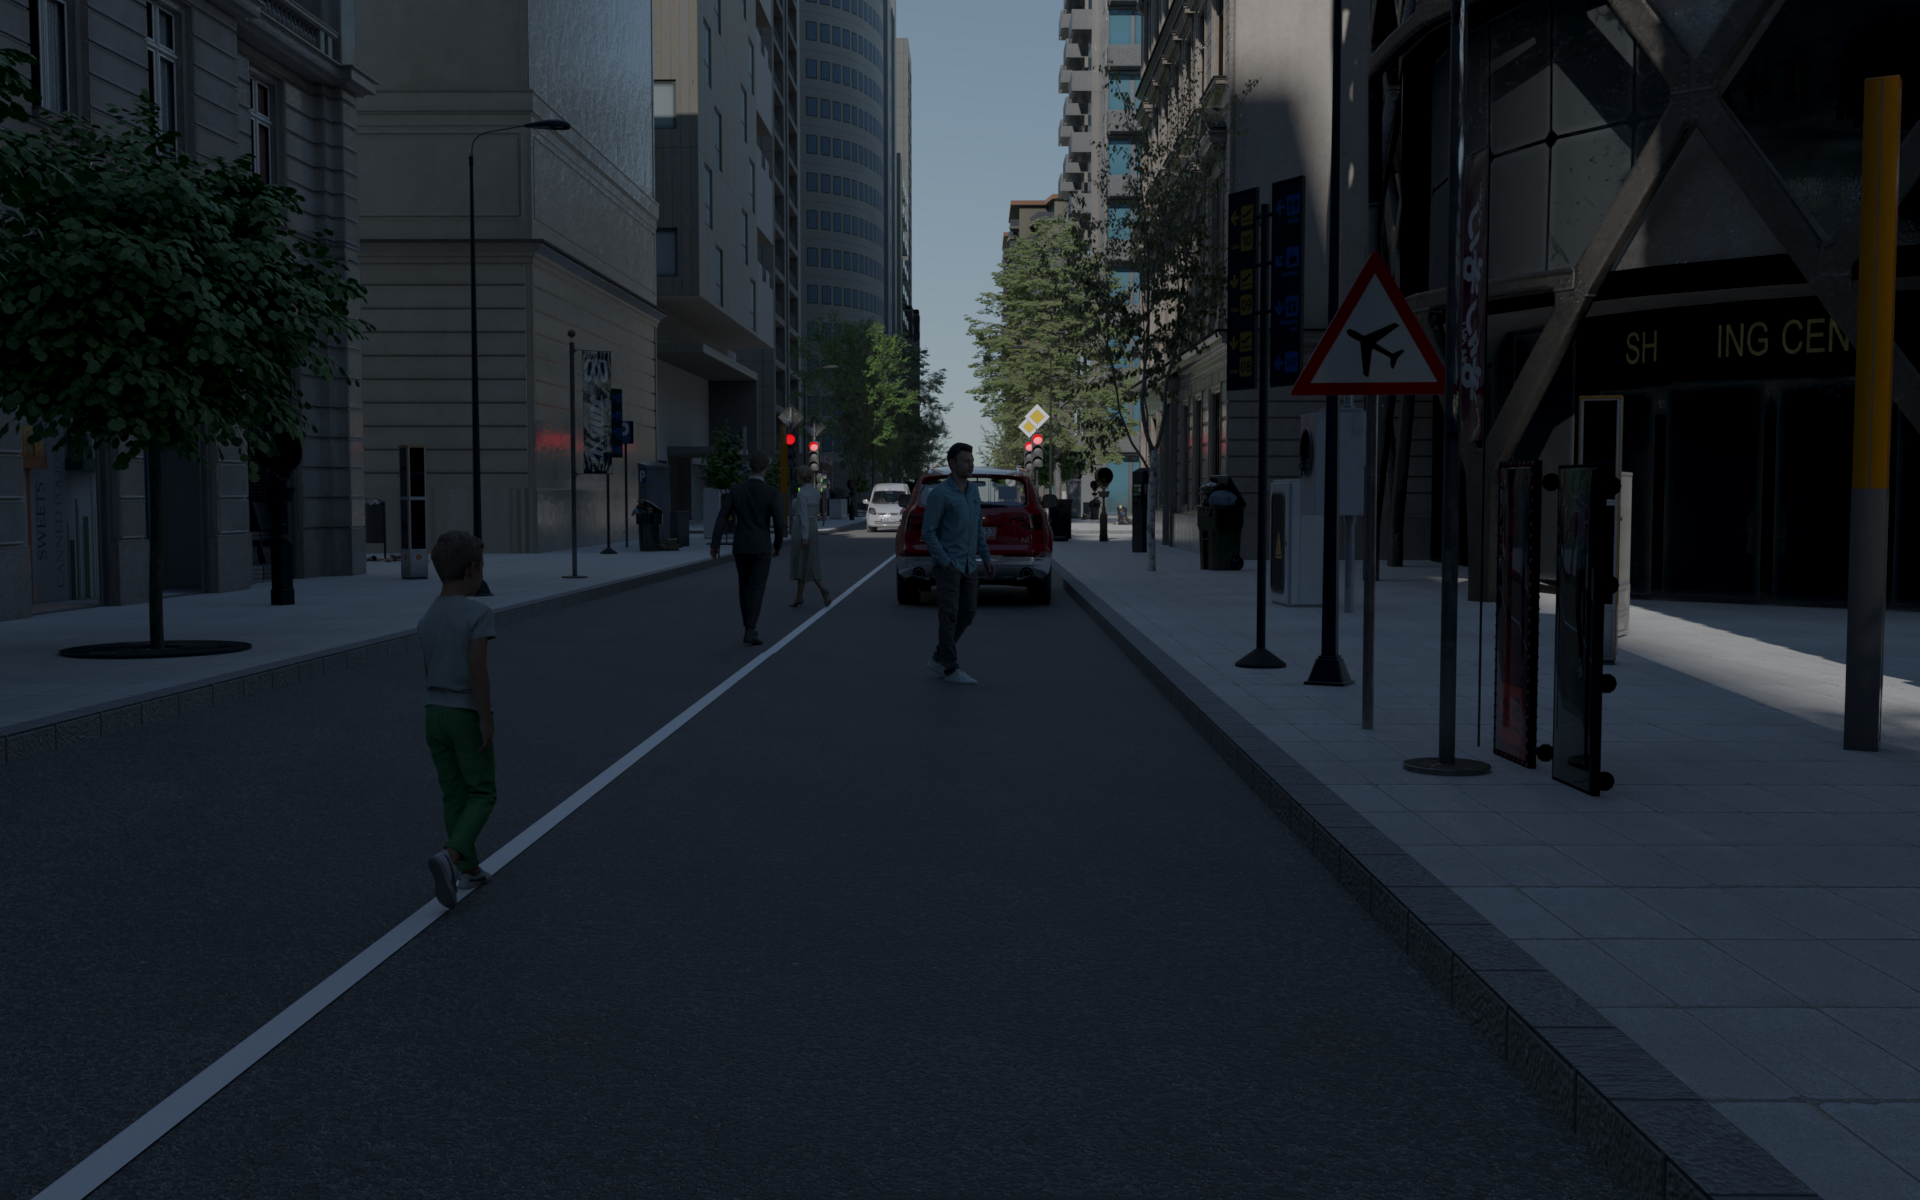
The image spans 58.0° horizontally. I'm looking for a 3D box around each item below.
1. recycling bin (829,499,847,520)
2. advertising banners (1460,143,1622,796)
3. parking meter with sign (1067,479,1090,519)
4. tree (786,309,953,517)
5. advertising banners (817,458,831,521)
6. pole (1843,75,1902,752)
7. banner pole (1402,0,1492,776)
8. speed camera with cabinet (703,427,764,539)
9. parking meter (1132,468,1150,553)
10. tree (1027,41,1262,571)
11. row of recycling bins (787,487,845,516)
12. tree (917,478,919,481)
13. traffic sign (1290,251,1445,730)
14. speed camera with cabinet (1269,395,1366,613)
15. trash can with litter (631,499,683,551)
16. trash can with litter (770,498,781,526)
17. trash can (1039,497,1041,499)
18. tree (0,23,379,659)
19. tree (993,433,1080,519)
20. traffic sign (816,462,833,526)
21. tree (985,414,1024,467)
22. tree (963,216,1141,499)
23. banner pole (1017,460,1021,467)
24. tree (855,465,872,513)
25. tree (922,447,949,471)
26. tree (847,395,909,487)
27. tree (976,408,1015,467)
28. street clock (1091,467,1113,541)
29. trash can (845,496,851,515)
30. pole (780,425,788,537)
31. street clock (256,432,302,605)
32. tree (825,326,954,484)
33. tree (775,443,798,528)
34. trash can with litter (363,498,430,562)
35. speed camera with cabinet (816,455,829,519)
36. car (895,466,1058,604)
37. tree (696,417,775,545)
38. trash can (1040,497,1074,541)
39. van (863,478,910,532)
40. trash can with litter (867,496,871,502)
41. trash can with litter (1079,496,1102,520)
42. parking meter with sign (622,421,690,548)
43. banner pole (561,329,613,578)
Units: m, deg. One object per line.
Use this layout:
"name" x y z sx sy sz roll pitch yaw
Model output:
"recycling bin" -6.162 -4.588 87.561 0.722 1.027 0.722 1 4 18
"advertising banners" 2.661 -0.735 8.199 0.090 3.025 2.074 0 4 -2
"parking meter with sign" 5.958 -5.751 90.292 1.738 3.016 0.543 1 4 18
"tree" -5.910 -10.473 96.985 9.928 11.665 9.643 0 3 0
"advertising banners" -6.568 -5.327 83.289 0.090 3.025 2.074 1 4 16
"pole" 4.537 -0.903 8.609 0.158 3.312 0.155 0 3 0
"banner pole" 2.208 -1.083 7.722 0.401 3.779 0.863 1 4 14
"speed camera with cabinet" -6.551 -3.416 50.193 0.660 3.252 2.038 2 4 34
"parking meter" 3.970 -1.979 38.061 0.255 1.863 0.399 2 4 34
"tree" 3.180 -4.806 28.940 4.360 8.622 3.978 0 3 0
"row of recycling bins" -8.419 -5.720 100.641 3.534 1.692 1.069 -1 4 -10
"tree" -4.019 -16.476 253.098 4.285 4.588 4.351 0 3 0
"traffic sign" 2.226 -0.574 9.386 0.884 2.594 0.081 0 4 4
"speed camera with cabinet" 3.985 -1.536 19.445 0.660 3.252 2.038 0 4 -3
"trash can with litter" -6.814 -1.687 38.975 1.055 1.170 0.624 -3 5 -43
"trash can with litter" -7.462 -3.515 68.525 1.678 1.210 2.233 1 4 16
"trash can" 4.355 -5.350 99.121 0.748 1.137 0.748 0 3 0
"tree" -6.499 -1.850 13.960 4.285 4.588 4.351 0 3 0
"tree" 4.169 -5.992 81.677 4.285 4.588 4.351 0 3 0
"traffic sign" -5.414 -4.191 68.625 0.768 2.556 0.104 0 4 6
"tree" 4.177 -10.950 129.393 4.360 8.622 3.978 0 3 0
"tree" 3.617 -9.383 71.533 7.486 12.596 7.792 0 3 0
"banner pole" 3.008 -6.029 88.594 0.401 3.779 0.863 -1 4 -17
"tree" -6.782 -7.508 117.358 1.663 3.219 1.824 0 3 0
"tree" -4.980 -22.158 296.686 8.767 10.594 7.601 -2 4 -24
"tree" -5.785 -10.518 122.334 4.737 8.622 4.395 0 3 0
"tree" 3.634 -11.758 142.610 4.737 8.622 4.395 0 3 0
"street clock" 3.891 -2.588 46.892 0.471 2.002 0.358 -1 4 -16
"trash can" -7.018 -5.737 105.453 0.748 1.137 0.748 0 3 0
"pole" -5.197 -3.505 51.152 0.158 3.312 0.155 0 3 0
"street clock" -7.845 -0.944 20.006 0.358 2.002 0.471 2 4 28
"tree" -5.592 -13.695 130.566 9.857 13.997 8.962 0 3 0
"tree" -6.891 -4.343 65.605 1.663 3.219 1.824 0 3 0
"trash can with litter" -10.864 -1.339 32.955 2.233 1.210 1.678 0 4 8
"speed camera with cabinet" -7.465 -5.783 88.895 0.660 3.252 2.038 -2 4 -34
"car" 0.234 -0.943 24.084 2.281 1.827 5.304 0 4 2
"tree" -5.808 -3.017 43.934 1.663 3.219 1.824 0 3 0
"trash can" 2.730 -2.166 47.070 0.748 1.137 0.748 0 3 0
"van" -2.652 -3.606 65.972 2.013 2.044 4.112 0 4 0
"trash can with litter" -6.797 -7.712 137.471 1.055 1.170 0.624 -1 4 -18
"trash can with litter" 6.530 -4.613 86.804 1.055 1.170 0.624 -1 4 -12
"parking meter with sign" -7.382 -2.794 41.941 1.738 3.016 0.543 -3 5 -44
"banner pole" -5.701 -2.233 26.519 0.863 3.779 0.401 -2 4 -32
